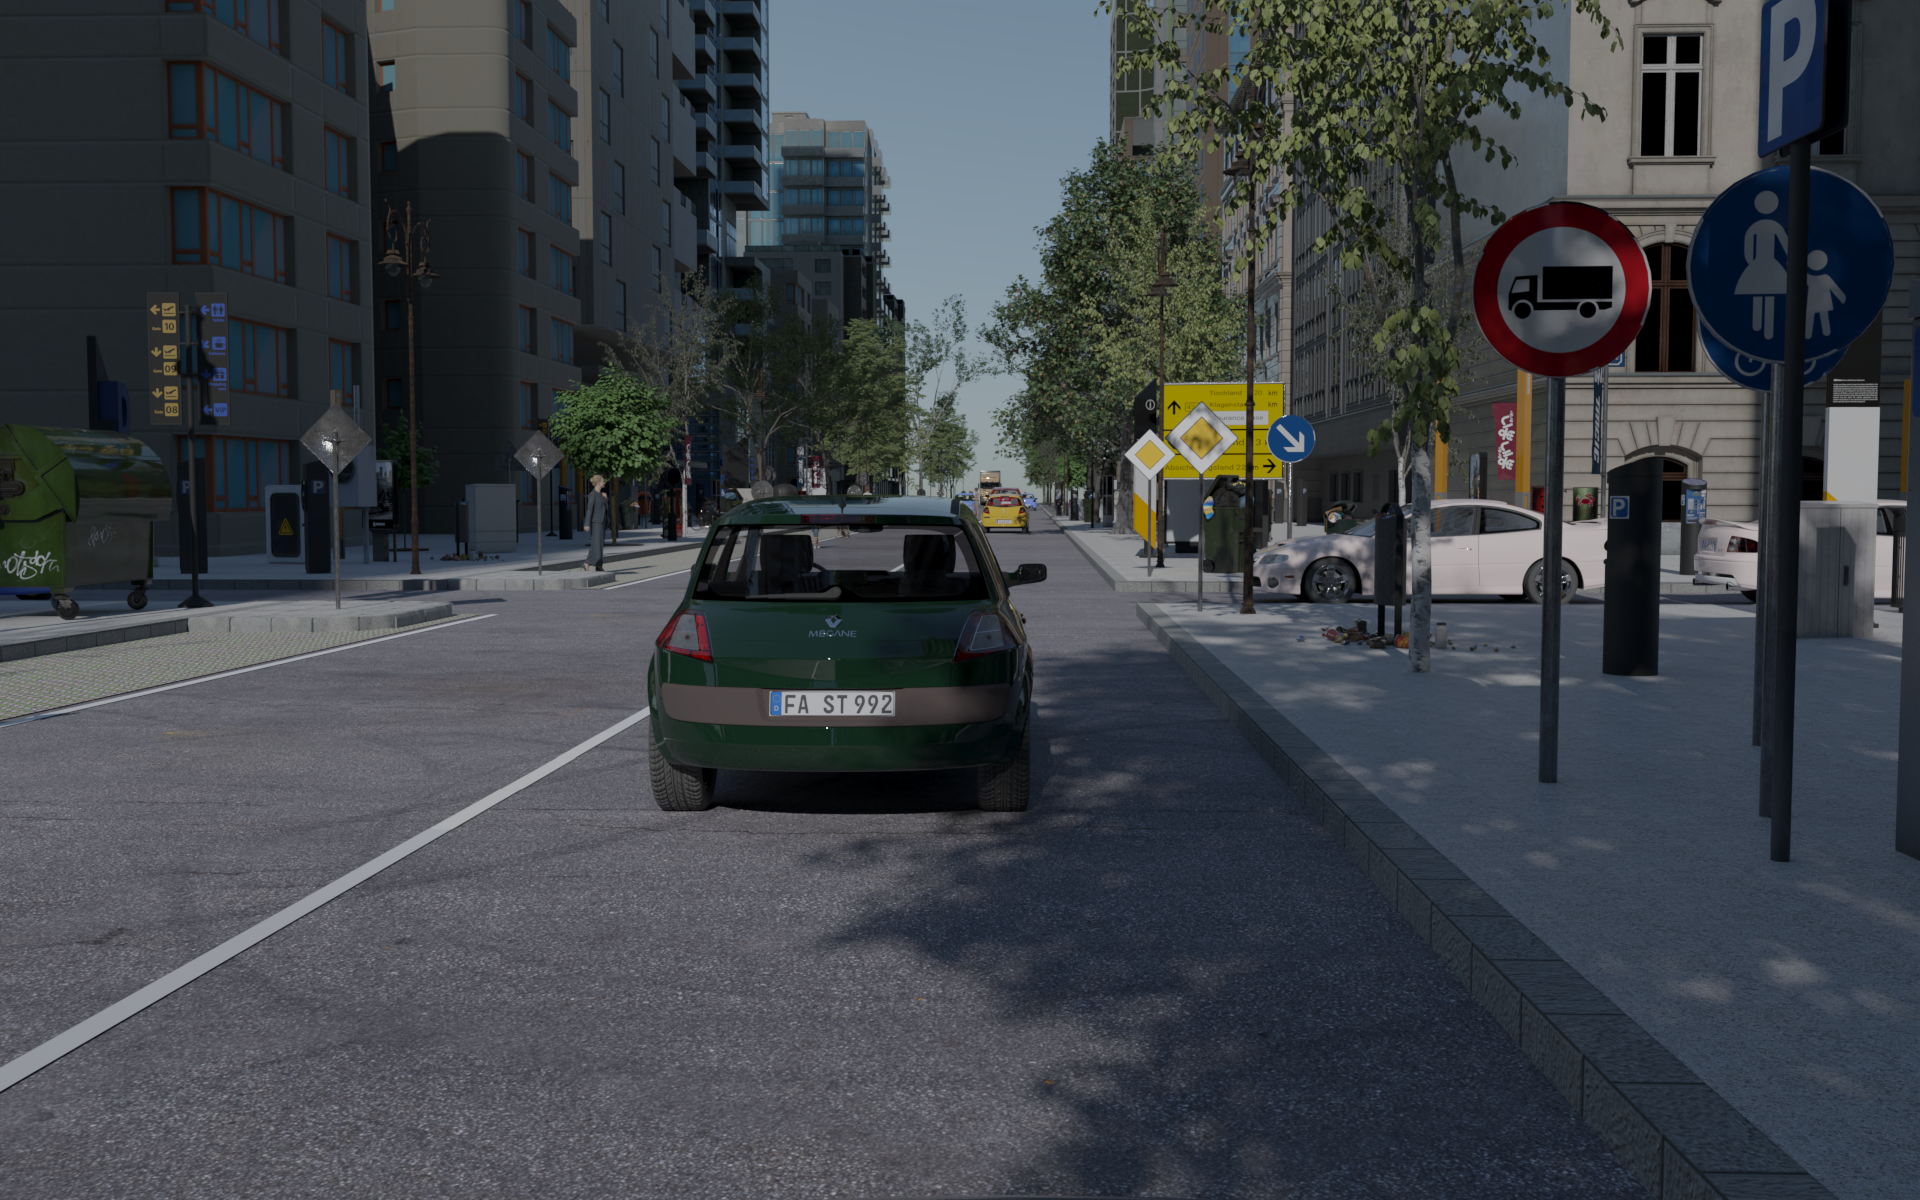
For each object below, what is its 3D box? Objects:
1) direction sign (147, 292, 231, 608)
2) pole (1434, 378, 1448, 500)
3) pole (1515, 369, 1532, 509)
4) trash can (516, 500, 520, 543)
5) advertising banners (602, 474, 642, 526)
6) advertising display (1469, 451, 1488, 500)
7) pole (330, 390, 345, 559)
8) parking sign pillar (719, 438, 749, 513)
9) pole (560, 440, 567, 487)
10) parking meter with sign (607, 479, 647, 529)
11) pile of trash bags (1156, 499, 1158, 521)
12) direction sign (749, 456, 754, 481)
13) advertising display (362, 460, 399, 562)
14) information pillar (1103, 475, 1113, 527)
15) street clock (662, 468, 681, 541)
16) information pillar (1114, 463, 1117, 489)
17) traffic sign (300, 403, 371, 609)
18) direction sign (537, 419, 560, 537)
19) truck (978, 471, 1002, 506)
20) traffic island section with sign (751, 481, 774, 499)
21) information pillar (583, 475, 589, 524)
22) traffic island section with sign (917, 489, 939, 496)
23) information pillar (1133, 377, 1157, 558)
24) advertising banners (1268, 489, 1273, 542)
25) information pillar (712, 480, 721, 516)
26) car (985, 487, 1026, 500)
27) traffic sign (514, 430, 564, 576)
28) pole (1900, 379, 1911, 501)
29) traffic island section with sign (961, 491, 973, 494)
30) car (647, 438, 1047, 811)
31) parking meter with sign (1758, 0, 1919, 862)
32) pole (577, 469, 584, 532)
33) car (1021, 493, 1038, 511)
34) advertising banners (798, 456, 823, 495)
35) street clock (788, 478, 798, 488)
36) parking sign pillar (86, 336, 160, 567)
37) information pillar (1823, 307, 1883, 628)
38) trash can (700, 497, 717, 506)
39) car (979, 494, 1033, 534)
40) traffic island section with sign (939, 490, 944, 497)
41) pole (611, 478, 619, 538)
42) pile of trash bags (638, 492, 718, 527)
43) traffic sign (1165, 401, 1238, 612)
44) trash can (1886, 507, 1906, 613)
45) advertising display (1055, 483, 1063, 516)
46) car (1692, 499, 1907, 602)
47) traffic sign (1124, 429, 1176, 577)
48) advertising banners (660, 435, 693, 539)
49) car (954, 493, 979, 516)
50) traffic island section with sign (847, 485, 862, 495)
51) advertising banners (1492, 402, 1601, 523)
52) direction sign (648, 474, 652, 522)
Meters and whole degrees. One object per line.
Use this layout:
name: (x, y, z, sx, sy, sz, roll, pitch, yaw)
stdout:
direction sign: (-8.679, -1.686, 19.564, 0.876, 3.537, 0.379, 0, 4, -4)
pole: (8.495, -2.247, 30.580, 0.158, 3.312, 0.155, 0, 3, 0)
pole: (8.612, -1.997, 26.493, 0.158, 3.312, 0.155, 0, 3, 0)
trash can: (-11.383, -1.941, 43.389, 0.748, 1.137, 0.748, 0, 3, 0)
advertising banners: (-13.936, -4.549, 70.565, 2.074, 3.025, 0.090, 1, 4, 12)
advertising display: (7.946, -1.308, 26.607, 0.123, 1.923, 0.974, 0, 4, 7)
pole: (-12.233, -2.459, 34.042, 0.158, 3.312, 0.155, 0, 3, 0)
parking sign pillar: (-10.197, -5.498, 78.358, 1.447, 3.967, 1.447, -3, 5, -43)
pole: (-11.688, -3.501, 51.087, 0.158, 3.312, 0.155, 0, 3, 0)
parking meter with sign: (-12.284, -4.144, 64.015, 1.738, 3.016, 0.543, 2, 4, 27)
pile of trash bags: (9.210, -4.560, 84.302, 3.447, 1.369, 1.912, 0, 4, 7)
direction sign: (-12.534, -6.769, 102.671, 0.876, 3.537, 0.379, 3, 4, 37)
advertising display: (-11.010, -1.692, 32.875, 0.974, 1.923, 0.123, 2, 4, 35)
information pillar: (5.764, -3.853, 67.487, 0.304, 2.012, 0.304, -2, 4, -25)
street clock: (-7.874, -2.616, 47.343, 0.358, 2.002, 0.471, 3, 5, 44)
information pillar: (9.030, -6.762, 101.921, 0.183, 3.616, 0.504, -2, 4, -33)
traffic sign: (-6.920, -0.953, 19.221, 0.795, 2.450, 0.064, 0, 4, 2)
direction sign: (-12.354, -3.689, 52.320, 0.379, 3.537, 0.876, 3, 5, 43)
truck: (3.646, -13.464, 209.056, 2.839, 4.237, 11.283, 0, 4, 2)
traffic island section with sign: (-5.724, -2.535, 50.071, 1.989, 1.847, 2.006, 0, 4, 2)
information pillar: (-13.452, -3.511, 61.903, 0.304, 2.012, 0.304, 1, 4, 9)
traffic island section with sign: (-2.753, -7.163, 125.736, 1.989, 1.847, 2.006, 0, 4, 2)
information pillar: (3.722, -2.652, 34.712, 0.504, 3.616, 0.183, -2, 4, -24)
advertising banners: (8.055, -3.027, 45.687, 0.090, 3.025, 2.074, 1, 4, 20)
information pillar: (-12.578, -5.196, 89.439, 0.304, 2.012, 0.304, 3, 5, 39)
car: (2.528, -5.313, 95.536, 2.281, 1.827, 5.304, 0, 4, 1)
traffic sign: (-6.605, -1.441, 27.200, 0.795, 2.450, 0.064, 0, 4, 2)
pole: (16.898, -2.265, 30.877, 0.158, 3.312, 0.155, 0, 3, 0)
traffic island section with sign: (1.561, -13.858, 235.213, 1.989, 1.847, 2.006, 0, 4, 2)
car: (-0.518, 0.035, 9.222, 2.009, 1.686, 4.222, 0, 4, 0)
parking meter with sign: (3.694, -0.590, 5.911, 1.738, 3.016, 0.543, 0, 4, 4)
pole: (-12.954, -3.986, 59.018, 0.158, 3.312, 0.155, 0, 3, 0)
car: (5.696, -8.481, 148.254, 1.945, 1.707, 3.694, 0, 4, 1)
advertising banners: (-7.228, -5.030, 78.426, 2.074, 3.025, 0.090, -1, 4, -15)
street clock: (-7.689, -4.620, 80.111, 0.471, 2.002, 0.358, -2, 4, -33)
parking sign pillar: (-14.818, -2.553, 30.219, 1.447, 3.967, 1.447, -1, 4, -15)
information pillar: (8.540, -1.541, 16.555, 0.504, 3.616, 0.183, 0, 4, 2)
trash can: (-11.075, -3.962, 76.436, 0.748, 1.137, 0.748, 0, 3, 0)
car: (1.702, -3.313, 64.392, 2.015, 1.641, 3.980, 0, 4, 3)
traffic island section with sign: (-1.655, -8.862, 153.519, 1.989, 1.847, 2.006, 0, 4, 2)
pole: (-10.165, -3.491, 50.923, 0.158, 3.312, 0.155, 0, 3, 0)
pile of trash bags: (-10.928, -3.520, 67.312, 3.447, 1.369, 1.912, 0, 4, 7)
traffic sign: (2.616, -0.929, 18.826, 0.795, 2.450, 0.064, 0, 4, 2)
trash can: (10.378, -0.428, 18.647, 0.748, 1.137, 0.748, 0, 3, 0)
advertising display: (5.773, -5.845, 100.784, 0.123, 1.923, 0.974, -1, 4, -16)
car: (11.880, -0.585, 21.927, 4.827, 1.381, 2.083, 0, 4, 4)
traffic sign: (2.931, -1.417, 26.805, 0.795, 2.450, 0.064, 0, 4, 2)
advertising banners: (-8.283, -3.338, 50.763, 0.090, 3.025, 2.074, 1, 4, 17)
car: (0.320, -6.508, 115.991, 1.945, 1.707, 3.694, 0, 4, 2)
traffic island section with sign: (-4.674, -4.187, 77.085, 1.989, 1.847, 2.006, 0, 4, 2)
advertising banners: (11.018, -2.225, 32.566, 2.074, 3.025, 0.090, 2, 4, 32)
direction sign: (-13.995, -5.288, 78.449, 0.379, 3.537, 0.876, -1, 4, -15)
